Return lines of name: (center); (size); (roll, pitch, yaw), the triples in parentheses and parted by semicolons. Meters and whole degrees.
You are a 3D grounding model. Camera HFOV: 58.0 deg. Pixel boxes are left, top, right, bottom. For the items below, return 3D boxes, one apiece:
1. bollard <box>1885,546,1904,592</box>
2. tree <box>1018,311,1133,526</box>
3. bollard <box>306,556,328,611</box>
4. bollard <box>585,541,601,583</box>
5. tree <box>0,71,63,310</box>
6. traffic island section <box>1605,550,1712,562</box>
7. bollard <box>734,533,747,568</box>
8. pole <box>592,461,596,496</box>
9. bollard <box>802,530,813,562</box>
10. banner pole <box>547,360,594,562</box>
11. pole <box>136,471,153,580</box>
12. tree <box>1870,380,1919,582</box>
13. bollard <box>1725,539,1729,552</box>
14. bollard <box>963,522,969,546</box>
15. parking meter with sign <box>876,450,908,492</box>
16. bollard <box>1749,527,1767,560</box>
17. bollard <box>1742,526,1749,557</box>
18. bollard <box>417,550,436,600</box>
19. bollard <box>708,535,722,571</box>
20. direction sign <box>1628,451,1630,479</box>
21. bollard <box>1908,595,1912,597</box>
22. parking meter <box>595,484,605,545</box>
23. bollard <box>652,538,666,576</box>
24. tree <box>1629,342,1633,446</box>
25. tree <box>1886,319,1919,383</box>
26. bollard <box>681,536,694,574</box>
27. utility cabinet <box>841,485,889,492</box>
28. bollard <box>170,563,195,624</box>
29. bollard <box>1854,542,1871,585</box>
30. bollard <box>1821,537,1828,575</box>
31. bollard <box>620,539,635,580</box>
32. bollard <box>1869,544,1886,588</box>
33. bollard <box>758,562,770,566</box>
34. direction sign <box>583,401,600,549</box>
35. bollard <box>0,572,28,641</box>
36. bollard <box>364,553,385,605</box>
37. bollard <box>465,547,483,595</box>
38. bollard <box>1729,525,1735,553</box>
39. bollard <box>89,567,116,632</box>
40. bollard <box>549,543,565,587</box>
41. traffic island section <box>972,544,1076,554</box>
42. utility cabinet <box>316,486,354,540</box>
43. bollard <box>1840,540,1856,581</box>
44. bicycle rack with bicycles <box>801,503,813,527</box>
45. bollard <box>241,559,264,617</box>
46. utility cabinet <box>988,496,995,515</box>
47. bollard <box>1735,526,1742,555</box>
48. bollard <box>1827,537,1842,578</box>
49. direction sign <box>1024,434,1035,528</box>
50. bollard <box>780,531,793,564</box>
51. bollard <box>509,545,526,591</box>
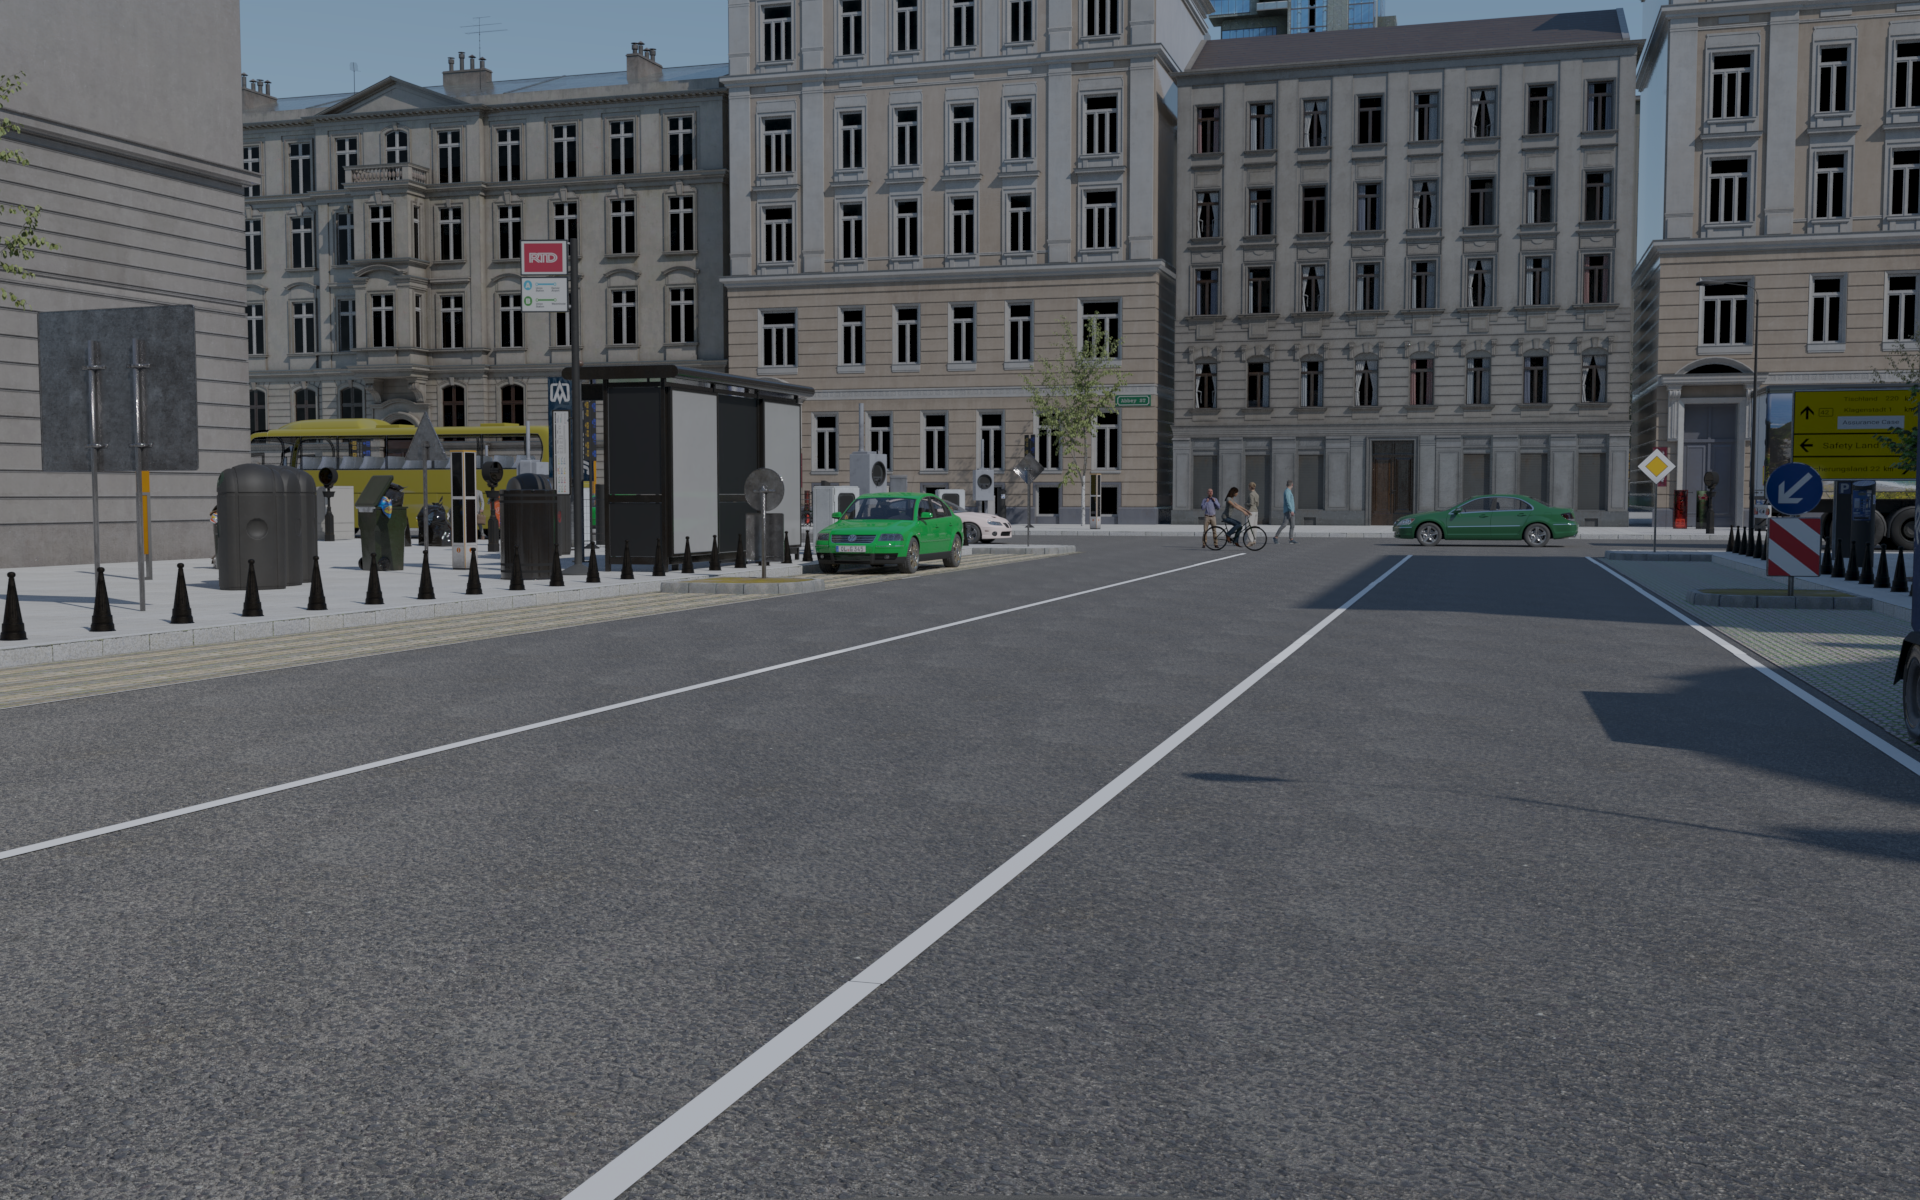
bollard: (12.309, -0.405, 22.670); (0.229, 0.601, 0.229); (0, 3, 0)
tree: (4.693, -7.264, 69.121); (4.737, 8.622, 4.395); (0, 3, 0)
bollard: (-7.118, -0.191, 19.158); (0.229, 0.601, 0.229); (0, 3, 0)
bollard: (-5.314, -0.552, 25.075); (0.229, 0.601, 0.229); (0, 3, 0)
tree: (-14.140, -4.393, 22.191); (4.737, 8.622, 4.395); (0, 3, 0)
traffic island section: (15.315, -0.970, 38.141); (2.009, 0.180, 2.903); (1, 4, 17)
bollard: (-3.807, -0.854, 30.006); (0.229, 0.601, 0.229); (0, 3, 0)
pole: (-15.956, -4.994, 75.502); (0.158, 3.312, 0.155); (0, 3, 0)
bollard: (-2.902, -1.036, 32.983); (0.229, 0.601, 0.229); (0, 3, 0)
banner pole: (-7.342, -2.601, 32.550); (0.863, 3.779, 0.401); (0, 4, 4)
pole: (-12.171, -1.953, 25.778); (0.158, 3.312, 0.155); (0, 3, 0)
tree: (14.457, -1.869, 25.154); (1.663, 3.219, 1.824); (0, 3, 0)
bollard: (17.126, -1.370, 38.447); (0.229, 0.601, 0.229); (0, 3, 0)
bollard: (0.115, -1.640, 42.861); (0.229, 0.601, 0.229); (0, 3, 0)
parking meter with sign: (-2.414, -4.412, 68.405); (1.738, 3.016, 0.543); (0, 4, 1)
bollard: (15.926, -1.130, 34.519); (0.229, 0.601, 0.229); (0, 3, 0)
bollard: (16.228, -1.190, 35.500); (0.229, 0.601, 0.229); (0, 3, 0)
bollard: (-6.515, -0.311, 21.125); (0.229, 0.601, 0.229); (0, 3, 0)
bollard: (-4.108, -0.794, 29.023); (0.229, 0.601, 0.229); (0, 3, 0)
direction sign: (35.516, -6.095, 91.649); (0.876, 3.537, 0.379); (0, 4, -5)
bollard: (12.013, -0.345, 21.687); (0.229, 0.601, 0.229); (0, 3, 0)
parking meter: (-8.994, -2.154, 43.626); (0.372, 1.533, 0.369); (0, 3, 0)
bollard: (-4.707, -0.673, 27.053); (0.229, 0.601, 0.229); (0, 3, 0)
tree: (32.685, -8.072, 82.346); (4.360, 8.622, 3.978); (0, 3, 0)
tree: (32.793, -6.563, 57.666); (4.360, 8.622, 3.978); (0, 3, 0)
bollard: (-4.409, -0.734, 28.036); (0.229, 0.601, 0.229); (0, 3, 0)
utility cabinet: (-2.323, -2.073, 42.565); (1.173, 1.500, 0.318); (2, 4, 26)
bollard: (-7.721, -0.069, 17.173); (0.229, 0.601, 0.229); (0, 3, 0)
bollard: (12.913, -0.526, 24.643); (0.229, 0.601, 0.229); (0, 3, 0)
bollard: (13.821, -0.707, 27.601); (0.229, 0.601, 0.229); (0, 3, 0)
bollard: (-5.010, -0.612, 26.056); (0.229, 0.601, 0.229); (0, 3, 0)
bollard: (12.610, -0.466, 23.662); (0.229, 0.601, 0.229); (0, 3, 0)
bollard: (-3.509, -0.914, 30.989); (0.229, 0.601, 0.229); (0, 3, 0)
direction sign: (-8.652, -2.970, 40.553); (0.379, 3.537, 0.876); (0, 4, 5)
bollard: (-8.322, 0.051, 15.209); (0.229, 0.601, 0.229); (0, 3, 0)
bollard: (-6.815, -0.251, 20.140); (0.229, 0.601, 0.229); (0, 3, 0)
bollard: (-6.211, -0.372, 22.122); (0.229, 0.601, 0.229); (0, 3, 0)
bollard: (16.827, -1.310, 37.464); (0.229, 0.601, 0.229); (0, 3, 0)
bollard: (-8.024, -0.009, 16.192); (0.229, 0.601, 0.229); (0, 3, 0)
bollard: (-5.611, -0.492, 24.086); (0.229, 0.601, 0.229); (0, 3, 0)
traffic island section: (1.646, -1.224, 42.301); (2.009, 0.180, 2.903); (1, 4, 17)
utility cabinet: (-17.326, -2.406, 48.020); (0.318, 1.500, 1.173); (1, 4, 20)
bollard: (13.216, -0.586, 25.625); (0.229, 0.601, 0.229); (0, 3, 0)
bicycle rack with bicycles: (-6.174, -3.377, 68.597); (2.925, 0.926, 2.852); (2, 4, 26)
bollard: (-7.422, -0.129, 18.155); (0.229, 0.601, 0.229); (0, 3, 0)
utility cabinet: (1.183, -3.454, 67.627); (0.306, 1.237, 1.020); (0, 4, -2)
bollard: (16.524, -1.250, 36.483); (0.229, 0.601, 0.229); (0, 3, 0)
bollard: (13.509, -0.646, 26.609); (0.229, 0.601, 0.229); (0, 3, 0)
direction sign: (2.656, -4.524, 65.957); (0.379, 3.537, 0.876); (-2, 4, -24)
bollard: (-3.205, -0.975, 31.986); (0.229, 0.601, 0.229); (0, 3, 0)
bollard: (-5.914, -0.432, 23.105); (0.229, 0.601, 0.229); (0, 3, 0)
